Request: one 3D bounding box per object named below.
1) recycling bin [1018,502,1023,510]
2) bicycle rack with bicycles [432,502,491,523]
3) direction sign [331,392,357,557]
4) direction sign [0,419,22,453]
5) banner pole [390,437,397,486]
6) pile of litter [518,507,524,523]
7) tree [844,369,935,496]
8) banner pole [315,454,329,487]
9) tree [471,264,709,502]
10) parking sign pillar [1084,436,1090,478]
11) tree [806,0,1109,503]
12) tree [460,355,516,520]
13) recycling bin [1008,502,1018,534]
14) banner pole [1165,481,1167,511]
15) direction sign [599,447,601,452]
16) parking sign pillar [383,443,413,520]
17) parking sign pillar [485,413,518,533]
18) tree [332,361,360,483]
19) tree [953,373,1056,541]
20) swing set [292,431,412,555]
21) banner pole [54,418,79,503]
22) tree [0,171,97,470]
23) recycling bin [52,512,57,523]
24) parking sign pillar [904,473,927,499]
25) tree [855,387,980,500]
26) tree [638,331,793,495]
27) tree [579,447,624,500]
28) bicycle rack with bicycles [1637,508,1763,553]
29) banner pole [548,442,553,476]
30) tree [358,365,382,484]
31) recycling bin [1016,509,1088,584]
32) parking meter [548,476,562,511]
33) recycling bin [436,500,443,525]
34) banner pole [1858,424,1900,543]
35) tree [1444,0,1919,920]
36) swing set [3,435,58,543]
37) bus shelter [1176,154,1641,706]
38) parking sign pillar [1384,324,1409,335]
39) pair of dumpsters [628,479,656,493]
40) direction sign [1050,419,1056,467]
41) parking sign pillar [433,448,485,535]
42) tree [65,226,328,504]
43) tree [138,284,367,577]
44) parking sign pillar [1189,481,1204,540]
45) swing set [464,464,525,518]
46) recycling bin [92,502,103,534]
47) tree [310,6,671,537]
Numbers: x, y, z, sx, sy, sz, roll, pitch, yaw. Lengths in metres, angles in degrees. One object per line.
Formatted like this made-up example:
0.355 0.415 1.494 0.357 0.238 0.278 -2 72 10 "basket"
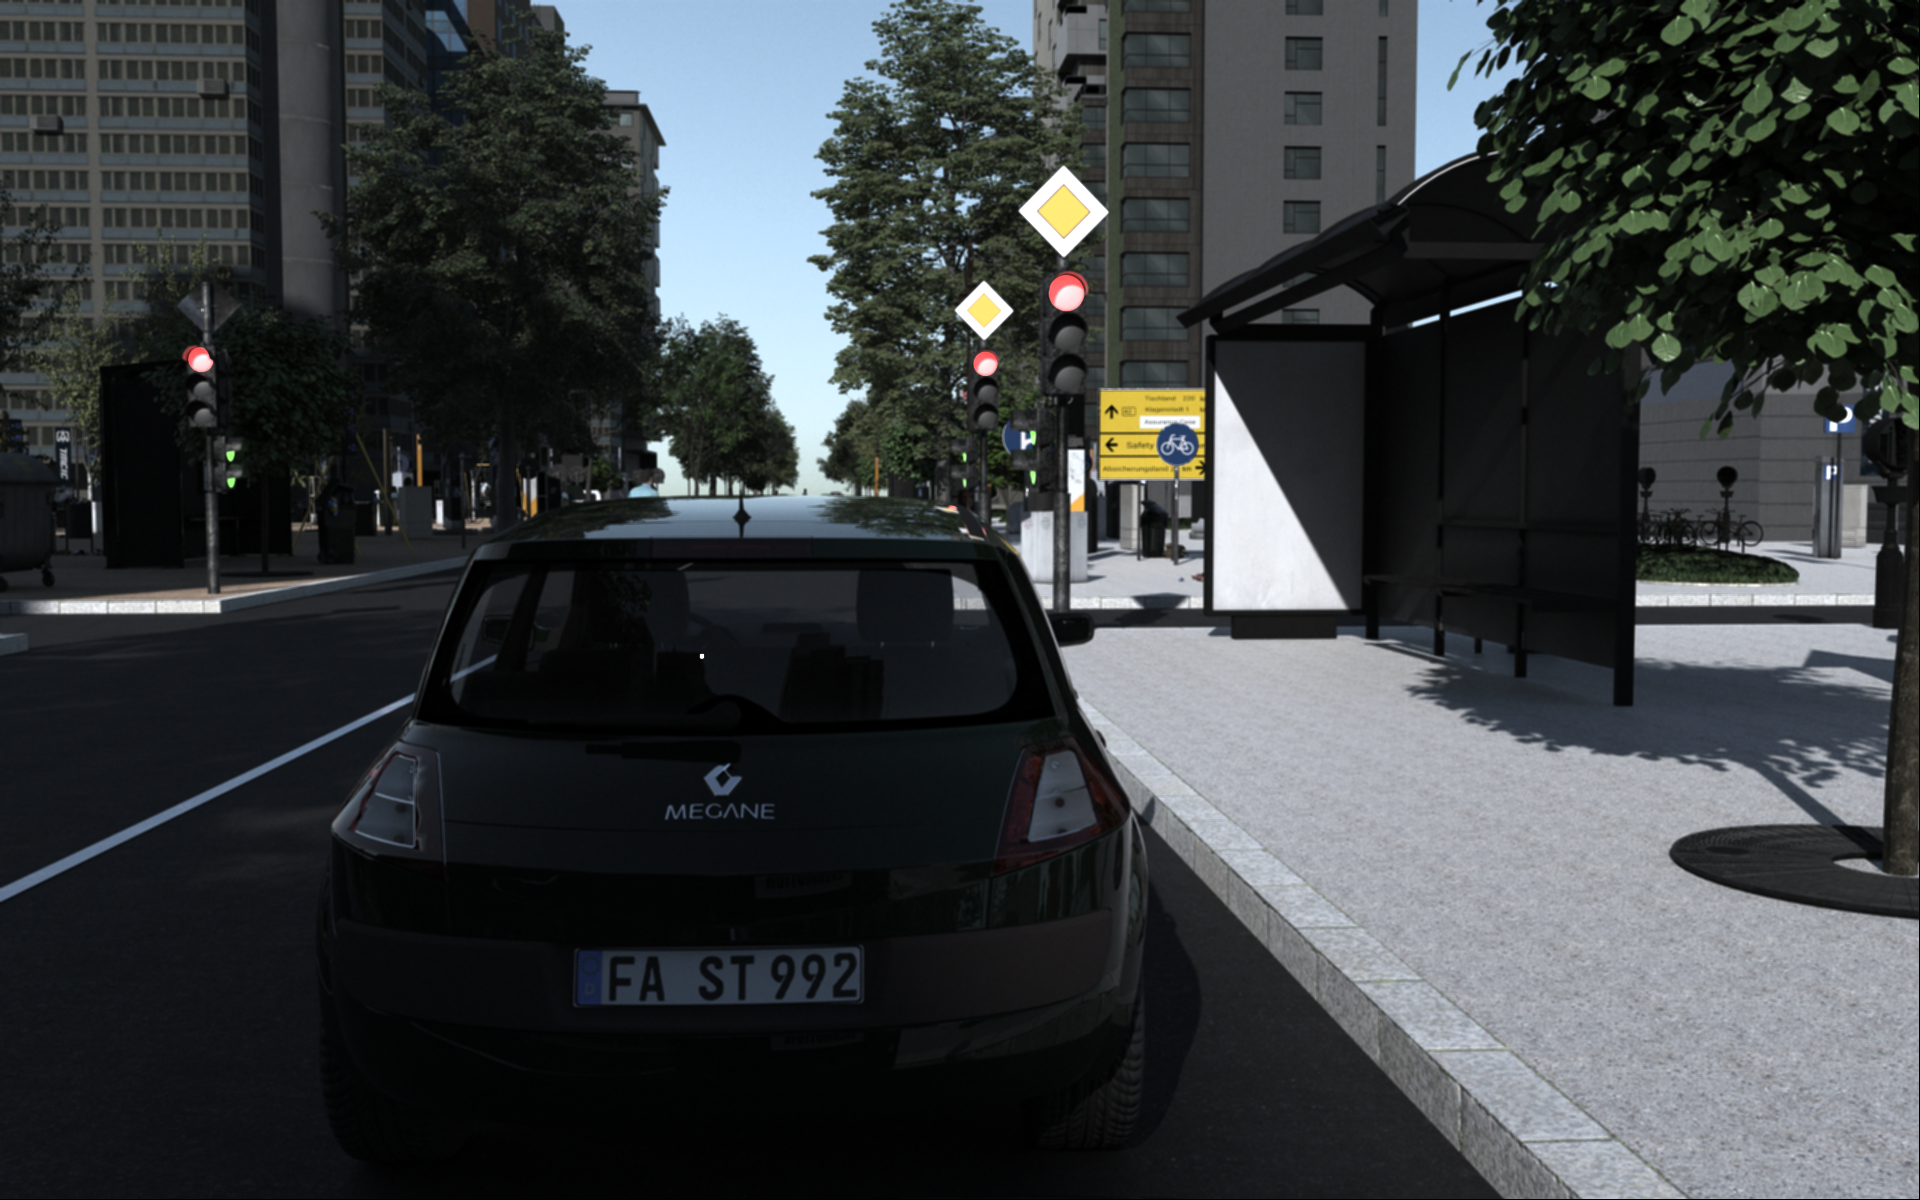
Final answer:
2.028 -1.909 43.774 0.722 1.027 0.722 3 5 40 "recycling bin"
-22.079 -3.834 76.068 2.925 0.926 2.852 -3 5 -40 "bicycle rack with bicycles"
-12.499 -2.640 35.163 0.379 3.537 0.876 1 4 12 "direction sign"
-28.727 -3.685 52.241 0.379 3.537 0.876 3 5 42 "direction sign"
-24.745 -5.240 75.699 0.401 3.779 0.863 0 4 1 "banner pole"
-15.892 -3.021 63.352 1.176 0.858 1.719 1 4 9 "pile of litter"
-3.122 -8.410 87.867 4.360 8.622 3.978 0 3 0 "tree"
-27.698 -5.202 75.071 0.401 3.779 0.863 2 4 35 "banner pole"
-13.934 -7.975 64.811 8.767 10.594 7.601 -2 4 -31 "tree"
5.918 -5.659 80.995 1.447 3.967 1.447 -1 4 -16 "parking sign pillar"
-0.125 -7.436 39.710 7.486 12.596 7.792 0 3 0 "tree"
-23.632 -8.222 84.796 4.360 8.622 3.978 0 3 0 "tree"
2.022 -2.666 56.140 0.722 1.027 0.722 2 4 24 "recycling bin"
9.329 -5.393 78.191 0.401 3.779 0.863 0 4 6 "banner pole"
-17.295 -5.581 83.242 0.379 3.537 0.876 0 4 -7 "direction sign"
-26.796 -5.759 82.627 1.447 3.967 1.447 -1 4 -20 "parking sign pillar"
-15.059 -4.199 57.120 1.447 3.967 1.447 -3 4 -37 "parking sign pillar"
-26.773 -7.151 67.284 4.737 8.622 4.395 0 3 0 "tree"
0.719 -2.041 27.966 1.663 3.219 1.824 0 3 0 "tree"
-13.985 -2.463 37.894 2.862 2.851 3.119 0 4 4 "swing set"
-29.485 -4.118 57.351 0.863 3.779 0.401 -1 4 -19 "banner pole"
-18.072 -4.942 31.159 4.360 8.622 3.978 0 3 0 "tree"
-40.495 -3.941 76.982 0.722 1.027 0.722 -3 5 -40 "recycling bin"
-1.832 -5.094 71.754 1.447 3.967 1.447 2 4 26 "parking sign pillar"
-0.815 -4.048 49.895 4.285 4.588 4.351 0 3 0 "tree"
-17.088 -11.360 111.489 9.928 11.665 9.643 0 3 0 "tree"
-14.677 -4.711 71.622 1.663 3.219 1.824 0 3 0 "tree"
16.127 -1.530 38.390 2.852 0.926 2.925 1 4 14 "bicycle rack with bicycles"
-18.783 -5.470 79.452 0.401 3.779 0.863 -2 4 -30 "banner pole"
-32.845 -8.676 92.217 4.737 8.622 4.395 0 3 0 "tree"
1.366 -0.767 25.101 0.722 1.027 0.722 3 5 45 "recycling bin"
-13.280 -3.125 56.806 0.399 1.863 0.255 0 4 2 "parking meter"
-21.057 -3.591 71.262 0.722 1.027 0.722 1 4 11 "recycling bin"
15.362 -2.372 28.794 0.401 3.779 0.863 -2 4 -33 "banner pole"
3.118 -1.343 5.666 4.285 4.588 4.351 0 3 0 "tree"
-25.365 -2.852 44.243 2.862 2.851 3.119 0 4 3 "swing set"
3.129 -1.153 12.783 2.014 3.302 5.546 0 4 -4 "bus shelter"
6.572 -2.228 24.902 1.447 3.967 1.447 3 5 42 "parking sign pillar"
-17.088 -5.488 92.226 1.574 2.255 4.437 0 4 -4 "pair of dumpsters"
2.418 -3.528 49.684 0.876 3.537 0.379 -3 5 -41 "direction sign"
-15.989 -4.045 54.615 1.447 3.967 1.447 -2 4 -28 "parking sign pillar"
-21.196 -5.989 48.275 4.737 8.622 4.395 0 3 0 "tree"
-11.052 -2.661 27.218 4.285 4.588 4.351 0 3 0 "tree"
7.266 -3.721 49.306 1.447 3.967 1.447 3 4 36 "parking sign pillar"
-24.477 -5.707 90.933 3.119 2.851 2.862 0 4 -4 "swing set"
-27.771 -2.685 56.457 0.722 1.027 0.722 1 4 21 "recycling bin"
-12.463 -8.595 47.179 9.857 13.997 8.962 0 3 0 "tree"
